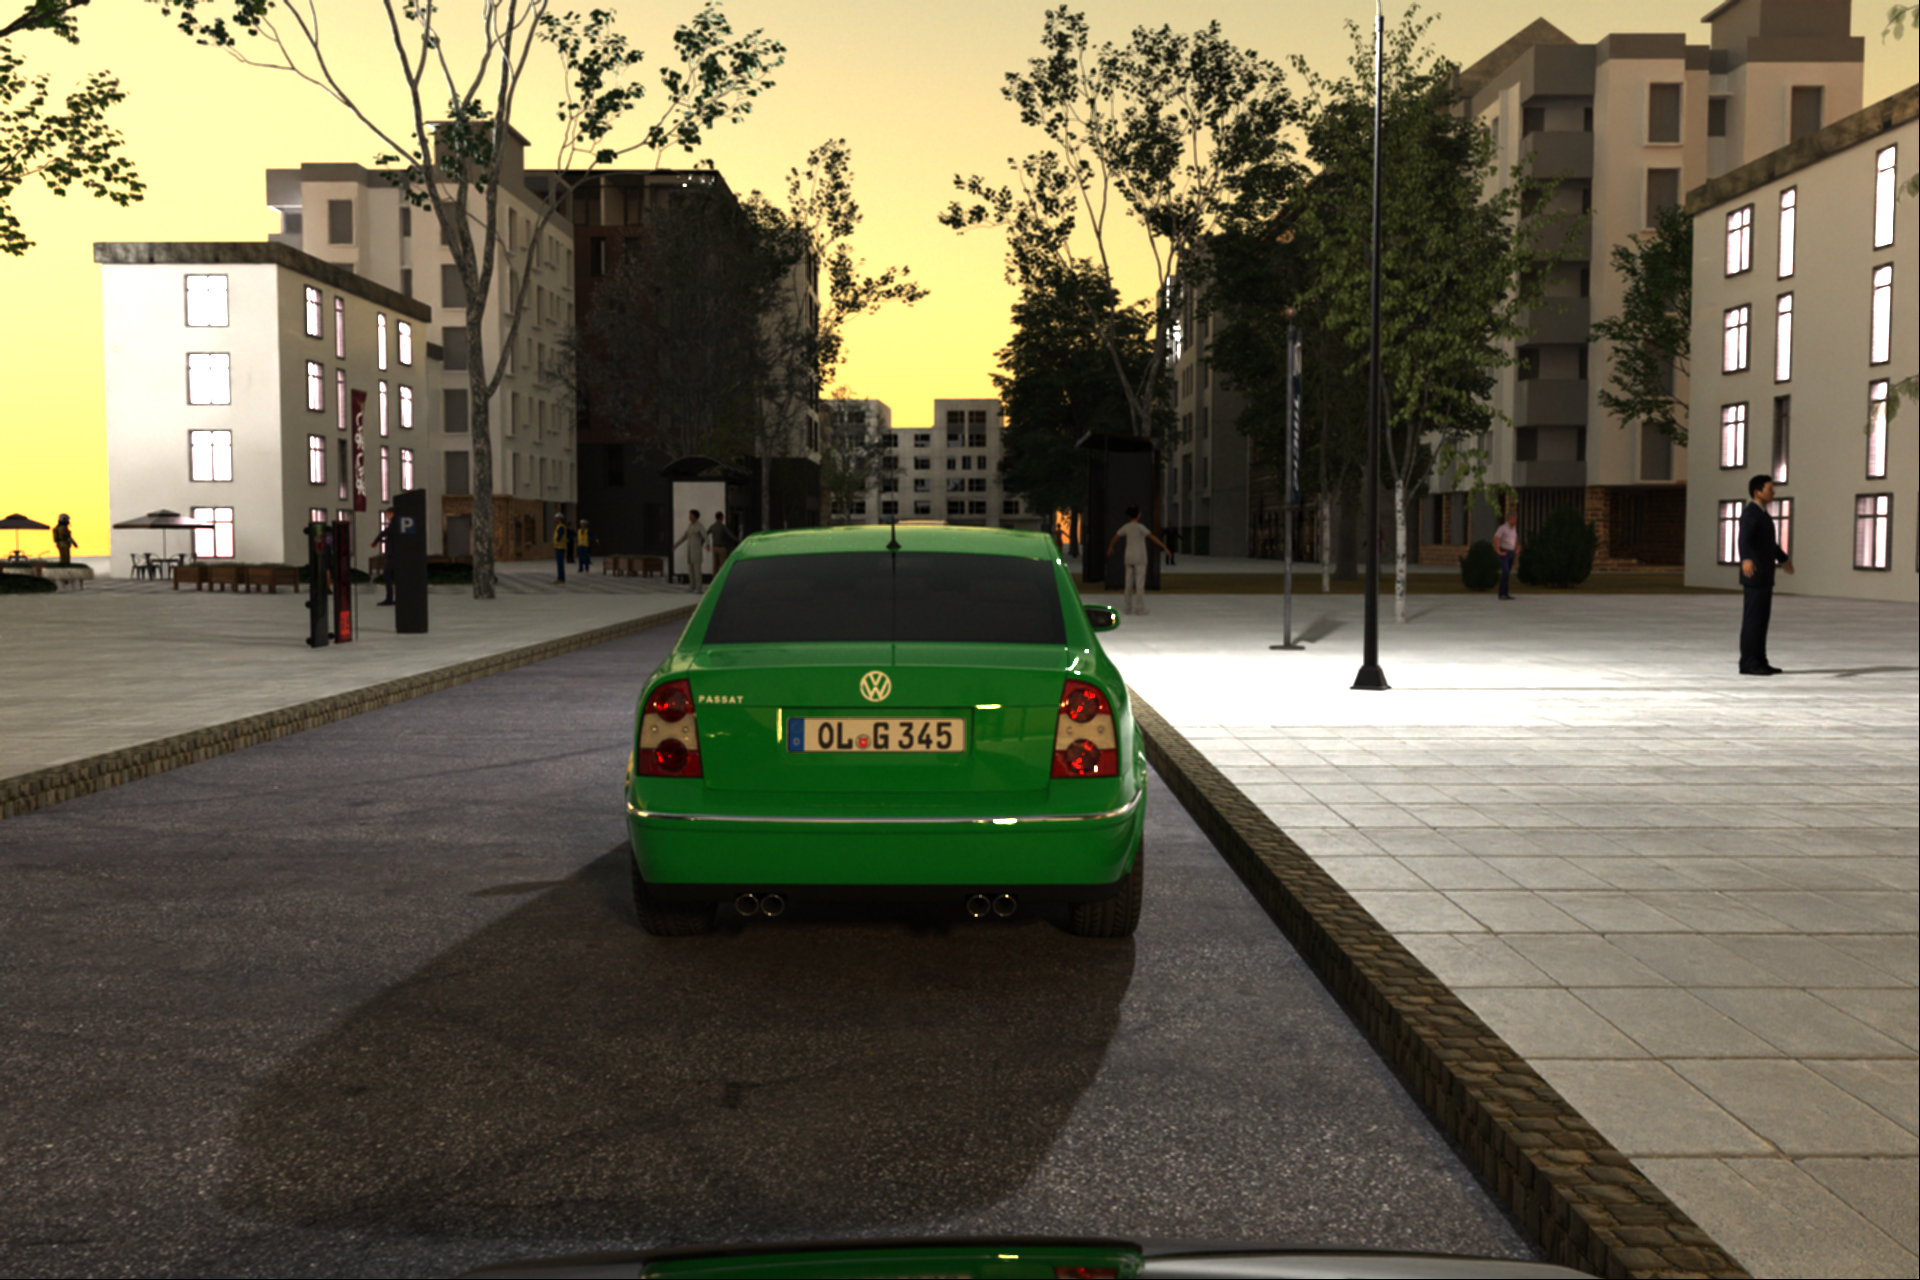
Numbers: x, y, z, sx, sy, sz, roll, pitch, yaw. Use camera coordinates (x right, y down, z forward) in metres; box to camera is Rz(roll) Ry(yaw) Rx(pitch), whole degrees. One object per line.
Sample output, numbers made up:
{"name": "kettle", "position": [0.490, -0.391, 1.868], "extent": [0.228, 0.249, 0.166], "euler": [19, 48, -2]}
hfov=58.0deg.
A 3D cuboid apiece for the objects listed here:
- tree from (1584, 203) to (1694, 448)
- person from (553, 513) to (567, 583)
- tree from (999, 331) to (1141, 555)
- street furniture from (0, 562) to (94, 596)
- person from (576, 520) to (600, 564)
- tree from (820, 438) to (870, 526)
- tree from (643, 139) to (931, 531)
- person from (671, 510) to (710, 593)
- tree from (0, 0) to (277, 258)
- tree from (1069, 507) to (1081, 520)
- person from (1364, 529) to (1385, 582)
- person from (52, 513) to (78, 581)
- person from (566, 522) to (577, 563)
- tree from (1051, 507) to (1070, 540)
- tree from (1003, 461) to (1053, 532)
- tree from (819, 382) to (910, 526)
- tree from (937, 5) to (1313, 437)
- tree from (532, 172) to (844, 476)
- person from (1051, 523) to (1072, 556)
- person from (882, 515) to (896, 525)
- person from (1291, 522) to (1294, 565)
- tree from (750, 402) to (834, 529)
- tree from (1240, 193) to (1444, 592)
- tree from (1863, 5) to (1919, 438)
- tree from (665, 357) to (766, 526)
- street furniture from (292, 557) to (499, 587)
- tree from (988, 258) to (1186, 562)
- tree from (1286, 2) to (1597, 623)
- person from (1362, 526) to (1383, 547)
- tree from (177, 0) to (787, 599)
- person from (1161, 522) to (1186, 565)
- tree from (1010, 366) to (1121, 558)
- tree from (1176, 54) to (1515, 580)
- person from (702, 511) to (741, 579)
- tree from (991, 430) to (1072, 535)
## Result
{"name": "tree", "position": [22.320, -7.617, 50.300], "extent": [9.928, 11.665, 9.643], "euler": [0, 3, 0]}
{"name": "person", "position": [-10.486, -2.403, 45.258], "extent": [0.705, 1.833, 1.349], "euler": [-1, 4, -11]}
{"name": "tree", "position": [7.021, -12.159, 105.459], "extent": [9.857, 13.997, 8.962], "euler": [0, 3, 0]}
{"name": "street furniture", "position": [-24.347, -1.355, 37.783], "extent": [10.072, 0.657, 5.734], "euler": [0, 4, 3]}
{"name": "person", "position": [-15.846, -4.146, 73.564], "extent": [0.705, 1.856, 1.354], "euler": [2, 4, 33]}
{"name": "tree", "position": [-9.040, -11.172, 133.031], "extent": [4.737, 8.622, 4.395], "euler": [0, 3, 0]}
{"name": "tree", "position": [-8.185, -13.866, 82.593], "extent": [12.611, 20.169, 13.585], "euler": [0, 3, 0]}
{"name": "person", "position": [-5.775, -1.916, 37.514], "extent": [0.705, 1.806, 1.347], "euler": [-3, 5, -44]}
{"name": "tree", "position": [-9.254, -5.392, 13.920], "extent": [9.928, 11.665, 9.643], "euler": [0, 3, 0]}
{"name": "tree", "position": [16.646, -17.146, 230.699], "extent": [4.737, 8.622, 4.395], "euler": [0, 3, 0]}
{"name": "person", "position": [11.234, -2.301, 46.891], "extent": [0.599, 1.433, 0.991], "euler": [-1, 4, -19]}
{"name": "person", "position": [-24.709, -2.573, 47.835], "extent": [0.705, 1.858, 1.354], "euler": [-3, 5, -44]}
{"name": "person", "position": [-17.121, -4.281, 76.174], "extent": [0.705, 1.806, 1.347], "euler": [2, 4, 30]}
{"name": "tree", "position": [7.160, -10.912, 128.774], "extent": [4.737, 8.622, 4.395], "euler": [0, 3, 0]}
{"name": "tree", "position": [6.588, -12.550, 139.597], "extent": [7.601, 10.594, 8.767], "euler": [-3, 5, -40]}
{"name": "tree", "position": [-9.172, -14.118, 141.197], "extent": [12.009, 13.543, 11.850], "euler": [0, 3, 0]}
{"name": "tree", "position": [5.837, -12.649, 62.699], "extent": [12.611, 20.169, 13.585], "euler": [0, 3, 0]}
{"name": "tree", "position": [-8.965, -9.042, 58.202], "extent": [12.009, 13.543, 11.850], "euler": [0, 3, 0]}
{"name": "person", "position": [4.162, -4.065, 73.268], "extent": [1.217, 1.733, 0.721], "euler": [-1, 4, -12]}
{"name": "person", "position": [-1.501, -1.662, 35.765], "extent": [0.704, 1.817, 1.347], "euler": [1, 4, 12]}
{"name": "person", "position": [13.716, -4.036, 72.123], "extent": [0.704, 1.812, 1.346], "euler": [1, 4, 16]}
{"name": "tree", "position": [-9.723, -8.802, 94.276], "extent": [4.360, 8.622, 3.978], "euler": [0, 3, 0]}
{"name": "tree", "position": [7.917, -5.380, 38.322], "extent": [4.360, 8.622, 3.978], "euler": [0, 3, 0]}
{"name": "tree", "position": [5.427, -3.443, 6.662], "extent": [4.360, 8.622, 3.978], "euler": [0, 3, 0]}
{"name": "tree", "position": [-9.796, -7.336, 70.307], "extent": [4.737, 8.622, 4.395], "euler": [0, 3, 0]}
{"name": "street furniture", "position": [-15.283, -1.912, 46.894], "extent": [5.734, 0.657, 10.072], "euler": [-1, 4, -13]}
{"name": "tree", "position": [6.041, -10.601, 79.987], "extent": [9.857, 13.997, 8.962], "euler": [0, 3, 0]}
{"name": "tree", "position": [6.425, -4.539, 24.570], "extent": [4.737, 8.622, 4.395], "euler": [0, 3, 0]}
{"name": "person", "position": [12.157, -2.731, 50.787], "extent": [0.705, 1.813, 1.348], "euler": [2, 4, 34]}
{"name": "tree", "position": [-9.460, -10.797, 32.423], "extent": [12.611, 20.169, 13.585], "euler": [0, 3, 0]}
{"name": "person", "position": [8.774, -4.032, 72.151], "extent": [1.346, 1.802, 0.704], "euler": [-2, 4, -24]}
{"name": "tree", "position": [5.915, -9.687, 92.799], "extent": [7.601, 10.594, 8.767], "euler": [-3, 5, -41]}
{"name": "tree", "position": [10.804, -8.648, 48.049], "extent": [9.857, 13.997, 8.962], "euler": [0, 3, 0]}
{"name": "person", "position": [-5.479, -2.040, 39.618], "extent": [1.348, 1.796, 0.705], "euler": [2, 4, 31]}
{"name": "tree", "position": [6.221, -11.429, 121.270], "extent": [8.767, 10.594, 7.601], "euler": [1, 4, 9]}
